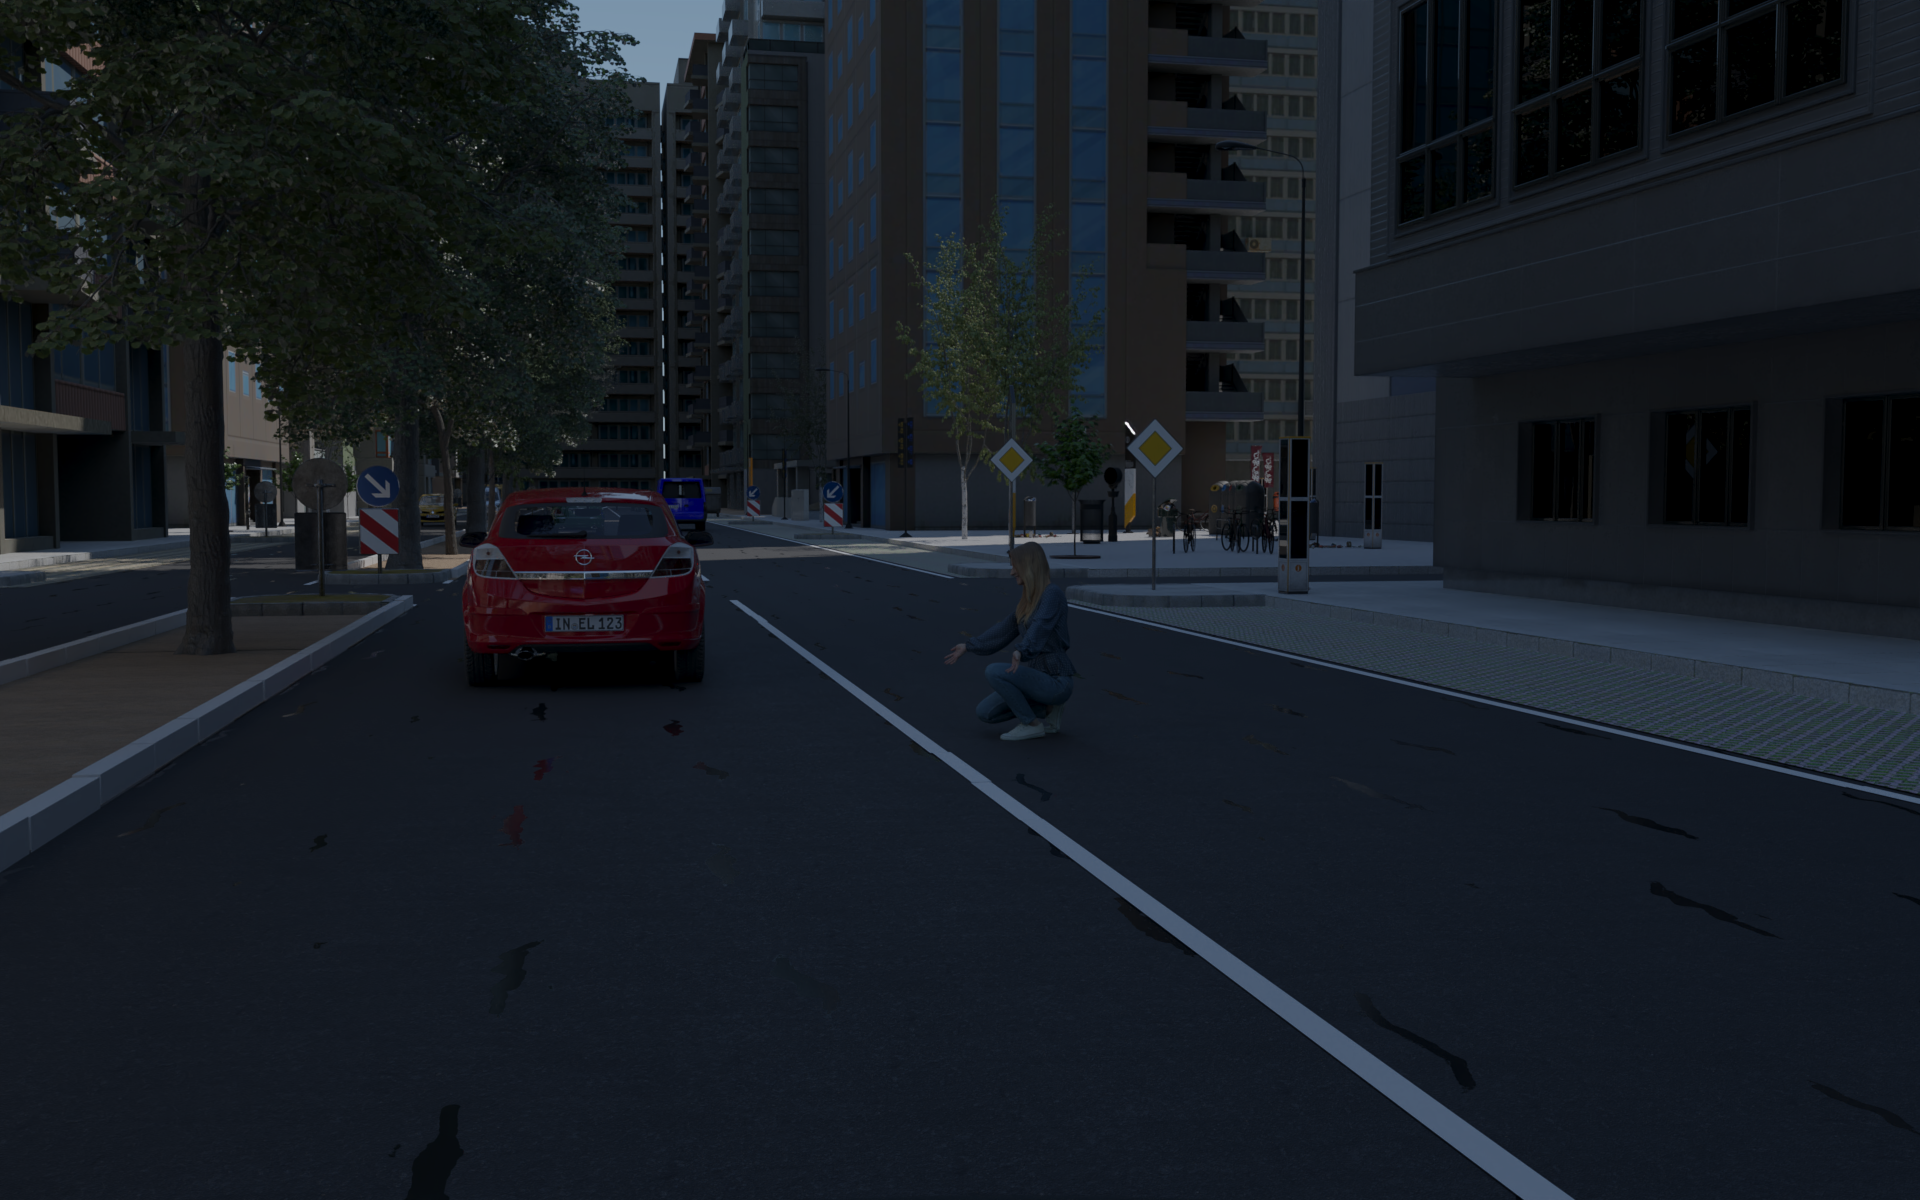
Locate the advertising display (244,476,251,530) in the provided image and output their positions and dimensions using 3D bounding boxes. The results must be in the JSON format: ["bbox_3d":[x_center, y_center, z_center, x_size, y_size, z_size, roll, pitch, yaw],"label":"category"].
[{"bbox_3d":[-25.589,-3.486,62.206,0.123,1.923,0.974,-1,4,-19],"label":"advertising display"}]

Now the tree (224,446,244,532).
[{"bbox_3d":[-25.021,-3.895,58.285,1.663,3.219,1.824,0,3,0],"label":"tree"}]

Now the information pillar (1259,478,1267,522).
[{"bbox_3d":[13.895,-4.587,79.496,0.304,2.012,0.304,-1,4,-21],"label":"information pillar"}]

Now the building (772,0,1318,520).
[{"bbox_3d":[6.325,-24.684,95.469,32.217,40.220,23.993,-1,4,-12],"label":"building"}]

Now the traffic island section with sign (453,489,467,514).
[{"bbox_3d":[-36.992,-7.283,127.709,1.989,1.847,2.006,-1,4,-12],"label":"traffic island section with sign"}]

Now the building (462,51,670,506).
[{"bbox_3d":[-44.416,-34.864,193.721,21.600,48.544,21.300,-1,4,-12],"label":"building"}]

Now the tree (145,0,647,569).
[{"bbox_3d":[-10.348,-7.507,31.852,9.857,13.997,8.962,0,3,0],"label":"tree"}]

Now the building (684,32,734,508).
[{"bbox_3d":[-14.921,-31.309,166.523,22.147,44.769,28.867,-1,4,-12],"label":"building"}]

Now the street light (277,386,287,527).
[{"bbox_3d":[-26.042,-5.827,67.815,1.470,5.913,1.316,-1,4,-12],"label":"street light"}]

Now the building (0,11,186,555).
[{"bbox_3d":[-31.146,-23.563,39.885,22.147,44.769,28.867,-1,4,-12],"label":"building"}]

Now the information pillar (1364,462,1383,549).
[{"bbox_3d":[9.644,-2.197,40.415,0.304,2.012,0.304,-2,4,-32],"label":"information pillar"}]

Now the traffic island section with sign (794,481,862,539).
[{"bbox_3d":[-4.263,-2.853,55.267,1.989,1.847,2.006,-1,4,-12],"label":"traffic island section with sign"}]

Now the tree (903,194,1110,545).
[{"bbox_3d":[1.543,-5.697,43.501,4.737,8.622,4.395,0,3,0],"label":"tree"}]

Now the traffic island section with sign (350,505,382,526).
[{"bbox_3d":[-26.364,-4.251,78.139,1.989,1.847,2.006,-1,4,-12],"label":"traffic island section with sign"}]

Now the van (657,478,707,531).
[{"bbox_3d":[-11.128,-3.935,68.715,2.240,2.365,5.245,-1,4,-11],"label":"van"}]

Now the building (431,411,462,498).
[{"bbox_3d":[-55.351,-29.531,166.426,14.086,41.232,14.154,-1,4,-12],"label":"building"}]

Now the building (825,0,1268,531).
[{"bbox_3d":[2.572,-25.489,66.856,14.600,45.320,14.200,-1,4,-12],"label":"building"}]

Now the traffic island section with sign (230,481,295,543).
[{"bbox_3d":[-20.674,-2.624,51.530,1.989,1.847,2.006,-1,4,-12],"label":"traffic island section with sign"}]

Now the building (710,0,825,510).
[{"bbox_3d":[-7.523,-31.687,137.696,23.786,49.044,30.456,-1,4,-12],"label":"building"}]

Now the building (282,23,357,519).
[{"bbox_3d":[-40.327,-24.904,90.779,14.154,41.232,14.086,-1,4,-12],"label":"building"}]

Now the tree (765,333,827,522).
[{"bbox_3d":[-6.517,-7.827,78.328,4.360,8.622,3.978,0,3,0],"label":"tree"}]

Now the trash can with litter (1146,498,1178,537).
[{"bbox_3d":[5.991,-2.465,51.685,0.624,1.170,1.055,-3,5,-42],"label":"trash can with litter"}]

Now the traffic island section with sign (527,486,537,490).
[{"bbox_3d":[-25.193,-5.734,101.891,2.006,1.907,1.989,-1,4,-12],"label":"traffic island section with sign"}]

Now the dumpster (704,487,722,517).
[{"bbox_3d":[-15.695,-6.044,107.037,1.865,1.857,1.264,-1,4,-13],"label":"dumpster"}]

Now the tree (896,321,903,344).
[{"bbox_3d":[0.163,-6.010,48.633,4.737,8.622,4.395,0,3,0],"label":"tree"}]

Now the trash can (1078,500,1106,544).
[{"bbox_3d":[3.392,-2.014,44.582,0.748,1.137,0.748,0,3,0],"label":"trash can"}]

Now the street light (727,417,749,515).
[{"bbox_3d":[-13.350,-8.069,104.471,1.470,5.913,1.316,-1,4,-12],"label":"street light"}]

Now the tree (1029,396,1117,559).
[{"bbox_3d":[2.161,-2.441,34.515,1.663,3.219,1.824,0,3,0],"label":"tree"}]

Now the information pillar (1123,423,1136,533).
[{"bbox_3d":[5.564,-3.996,56.690,0.183,3.616,0.504,-2,4,-32],"label":"information pillar"}]

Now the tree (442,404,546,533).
[{"bbox_3d":[-15.745,-6.386,57.226,4.737,8.622,4.395,0,3,0],"label":"tree"}]

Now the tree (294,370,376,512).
[{"bbox_3d":[-30.129,-8.108,82.921,4.360,8.622,3.978,0,3,0],"label":"tree"}]

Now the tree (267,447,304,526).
[{"bbox_3d":[-27.228,-4.676,71.050,1.663,3.219,1.824,0,3,0],"label":"tree"}]

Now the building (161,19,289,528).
[{"bbox_3d":[-35.715,-25.622,69.038,14.600,45.320,14.200,-1,4,-12],"label":"building"}]

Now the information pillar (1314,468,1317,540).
[{"bbox_3d":[9.689,-2.665,48.064,0.304,2.012,0.304,2,4,35],"label":"information pillar"}]

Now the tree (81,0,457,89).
[{"bbox_3d":[-5.003,-4.362,8.186,8.767,10.594,7.601,-1,4,-12],"label":"tree"}]

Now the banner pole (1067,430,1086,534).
[{"bbox_3d":[3.787,-4.013,55.623,0.401,3.779,0.863,3,5,44],"label":"banner pole"}]

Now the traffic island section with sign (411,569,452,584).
[{"bbox_3d":[-9.451,-1.240,28.413,2.006,1.907,1.989,-1,4,-12],"label":"traffic island section with sign"}]

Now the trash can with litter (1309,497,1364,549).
[{"bbox_3d":[8.725,-1.854,41.375,2.233,1.210,1.678,-1,4,-13],"label":"trash can with litter"}]

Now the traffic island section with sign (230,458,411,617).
[{"bbox_3d":[-7.910,-0.797,21.168,2.006,1.907,1.989,-1,4,-12],"label":"traffic island section with sign"}]

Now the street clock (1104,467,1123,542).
[{"bbox_3d":[4.107,-2.565,46.500,0.471,2.002,0.358,3,5,44],"label":"street clock"}]

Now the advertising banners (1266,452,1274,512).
[{"bbox_3d":[13.717,-4.690,72.871,2.074,3.025,0.090,0,4,3],"label":"advertising banners"}]

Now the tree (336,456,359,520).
[{"bbox_3d":[-30.810,-5.677,87.417,1.663,3.219,1.824,0,3,0],"label":"tree"}]

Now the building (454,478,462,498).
[{"bbox_3d":[-67.882,-30.697,193.774,23.993,40.220,32.217,-1,4,-12],"label":"building"}]

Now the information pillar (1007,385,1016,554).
[{"bbox_3d":[1.122,-2.800,37.139,0.183,3.616,0.504,0,4,-5],"label":"information pillar"}]

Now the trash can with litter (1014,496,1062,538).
[{"bbox_3d":[2.388,-2.467,51.387,1.678,1.210,2.233,3,5,39],"label":"trash can with litter"}]

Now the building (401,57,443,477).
[{"bbox_3d":[-56.263,-33.579,138.261,28.713,52.752,27.495,-1,4,-12],"label":"building"}]

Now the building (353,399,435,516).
[{"bbox_3d":[-49.682,-16.318,111.839,27.650,21.520,28.899,-1,4,-12],"label":"building"}]

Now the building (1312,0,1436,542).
[{"bbox_3d":[26.420,-30.845,46.323,28.212,58.520,21.231,-1,4,-12],"label":"building"}]

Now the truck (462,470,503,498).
[{"bbox_3d":[-32.172,-7.528,118.999,3.469,3.379,9.791,-1,4,-13],"label":"truck"}]

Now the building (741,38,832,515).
[{"bbox_3d":[-7.581,-21.000,115.049,14.160,30.474,14.107,-1,4,-12],"label":"building"}]

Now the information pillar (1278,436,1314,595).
[{"bbox_3d":[4.284,-1.084,22.214,0.304,2.012,0.304,-1,4,-15],"label":"information pillar"}]

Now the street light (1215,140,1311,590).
[{"bbox_3d":[4.034,-3.088,23.034,1.470,5.913,1.316,-1,4,-12],"label":"street light"}]

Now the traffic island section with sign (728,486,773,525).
[{"bbox_3d":[-9.920,-4.465,81.624,1.989,1.847,2.006,-1,4,-12],"label":"traffic island section with sign"}]

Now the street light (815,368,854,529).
[{"bbox_3d":[-4.656,-5.594,64.000,1.470,5.913,1.316,-1,4,-12],"label":"street light"}]

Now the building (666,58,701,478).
[{"bbox_3d":[-23.175,-35.145,198.320,21.600,48.544,21.300,-1,4,-12],"label":"building"}]

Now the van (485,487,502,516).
[{"bbox_3d":[-26.097,-5.413,95.507,2.013,2.044,4.112,-1,4,-14],"label":"van"}]

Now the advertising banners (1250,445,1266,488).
[{"bbox_3d":[9.974,-4.016,61.856,2.074,3.025,0.090,-2,4,-30],"label":"advertising banners"}]

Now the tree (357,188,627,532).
[{"bbox_3d":[-17.724,-9.326,65.303,12.009,13.543,11.850,0,3,0],"label":"tree"}]

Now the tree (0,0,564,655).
[{"bbox_3d":[-6.913,-5.806,15.519,7.486,12.596,7.792,0,3,0],"label":"tree"}]
